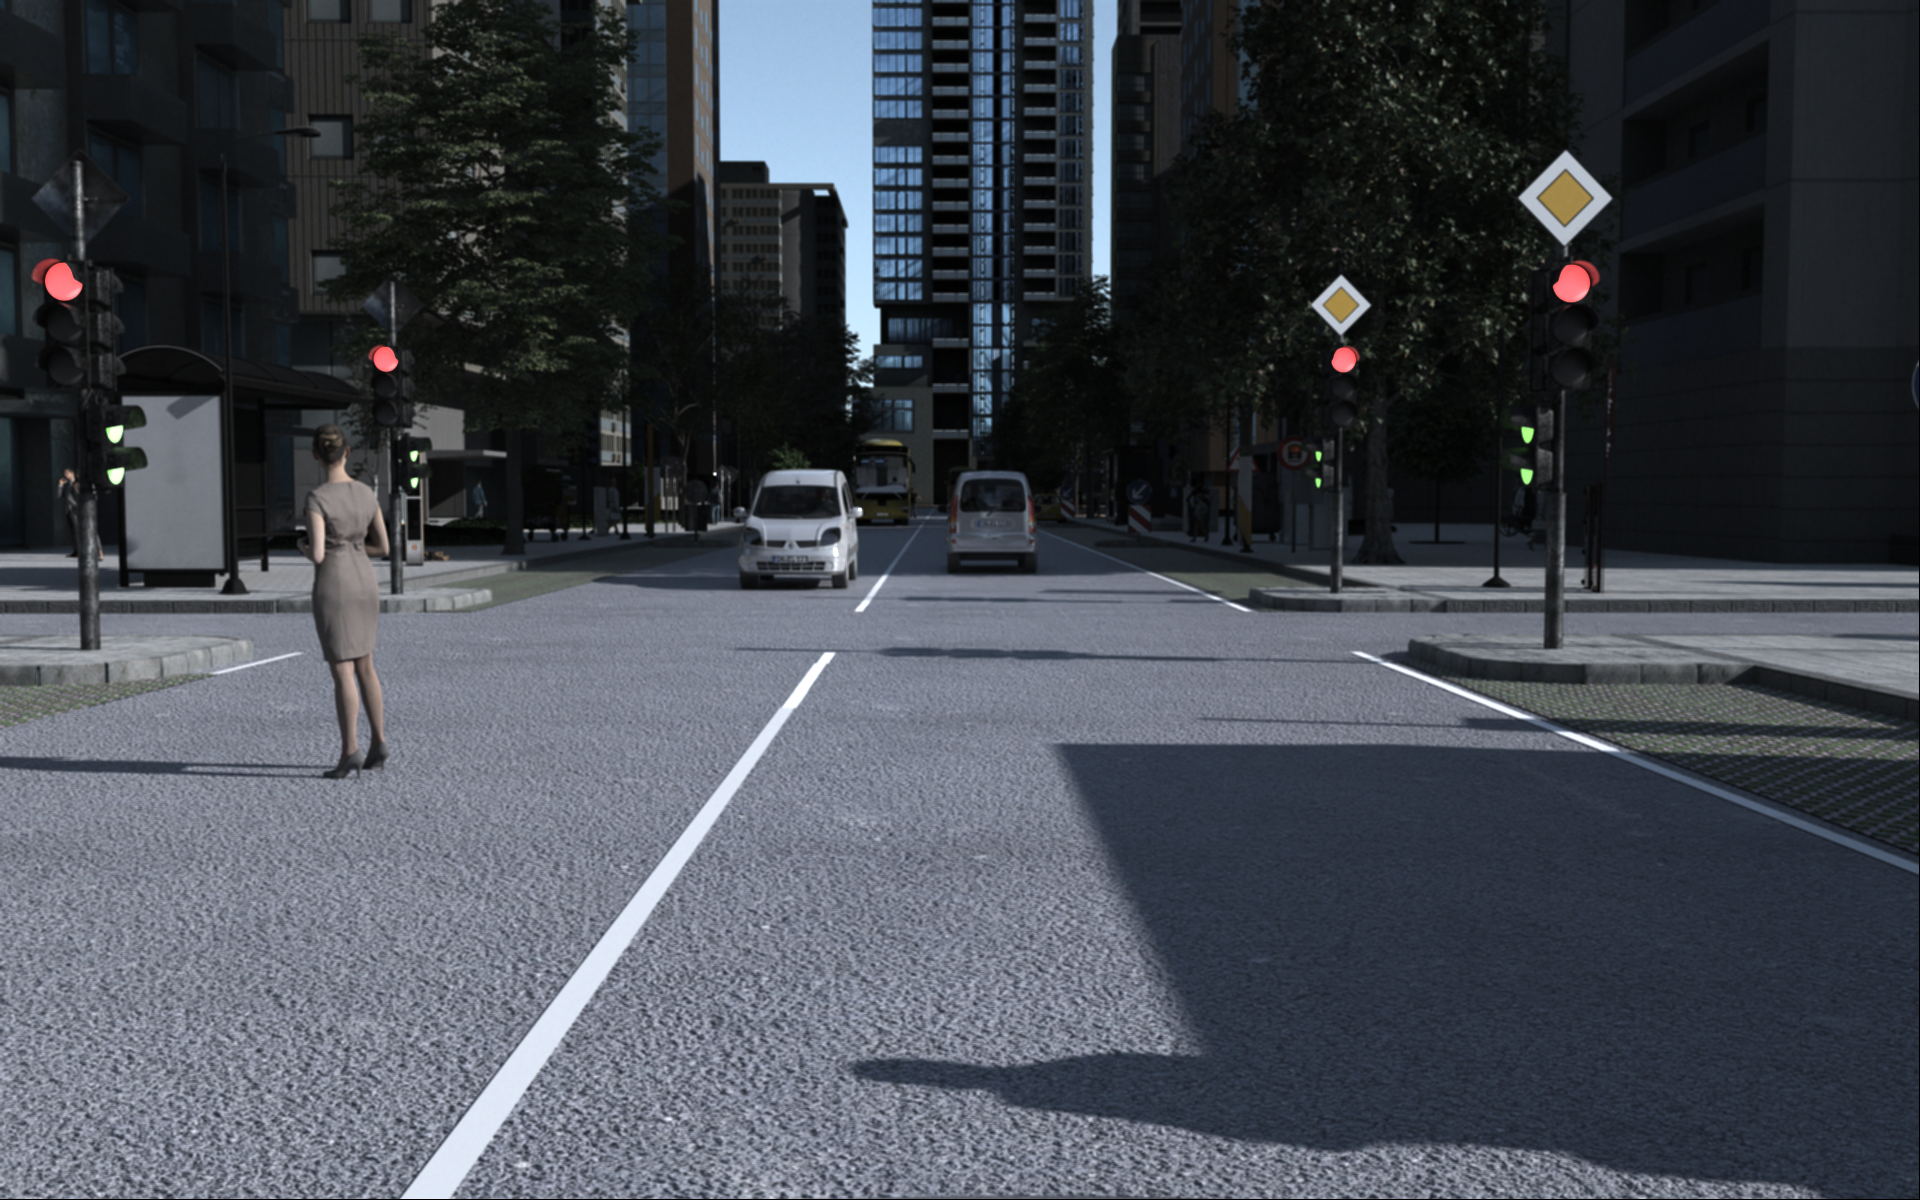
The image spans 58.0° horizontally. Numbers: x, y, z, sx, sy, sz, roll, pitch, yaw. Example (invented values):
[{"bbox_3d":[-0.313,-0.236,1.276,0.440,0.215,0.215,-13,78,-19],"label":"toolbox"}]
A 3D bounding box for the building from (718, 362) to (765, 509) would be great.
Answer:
[{"bbox_3d":[-34.099,-51.342,152.115,31.000,86.520,22.319,0,4,0],"label":"building"}]

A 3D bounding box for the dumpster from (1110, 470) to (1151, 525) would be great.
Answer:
[{"bbox_3d":[7.070,-4.235,71.736,1.502,2.255,1.985,0,4,-1],"label":"dumpster"}]

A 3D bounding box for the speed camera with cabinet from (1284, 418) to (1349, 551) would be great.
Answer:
[{"bbox_3d":[8.235,-2.770,39.631,0.660,3.252,2.038,2,4,35],"label":"speed camera with cabinet"}]

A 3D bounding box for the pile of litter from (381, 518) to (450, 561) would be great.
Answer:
[{"bbox_3d":[-10.585,-1.202,33.618,1.176,0.858,1.719,-2,4,-34],"label":"pile of litter"}]

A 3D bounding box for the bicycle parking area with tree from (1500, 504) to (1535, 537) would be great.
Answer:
[{"bbox_3d":[20.205,-3.991,52.256,9.016,4.147,8.231,3,5,41],"label":"bicycle parking area with tree"}]

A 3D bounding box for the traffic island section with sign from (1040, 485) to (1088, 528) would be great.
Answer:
[{"bbox_3d":[4.440,-4.009,74.175,1.989,1.847,2.006,0,4,0],"label":"traffic island section with sign"}]

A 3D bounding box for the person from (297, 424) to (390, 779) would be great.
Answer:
[{"bbox_3d":[-3.122,0.005,8.752,0.374,1.781,0.599,2,4,26],"label":"person"}]

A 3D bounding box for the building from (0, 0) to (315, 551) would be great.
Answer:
[{"bbox_3d":[-31.640,-25.923,43.447,23.786,49.044,30.456,0,4,0],"label":"building"}]

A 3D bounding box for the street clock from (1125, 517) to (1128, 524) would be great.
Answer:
[{"bbox_3d":[7.140,-4.213,73.451,0.471,2.002,0.358,2,4,30],"label":"street clock"}]

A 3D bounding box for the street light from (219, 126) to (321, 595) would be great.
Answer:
[{"bbox_3d":[-8.772,-3.028,22.045,1.470,5.913,1.316,0,4,0],"label":"street light"}]

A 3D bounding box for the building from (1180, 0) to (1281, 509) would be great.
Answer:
[{"bbox_3d":[22.159,-28.272,112.364,14.600,45.320,14.200,0,4,0],"label":"building"}]

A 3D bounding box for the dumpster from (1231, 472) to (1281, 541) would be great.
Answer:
[{"bbox_3d":[8.008,-2.476,46.239,1.264,1.857,1.865,0,4,-1],"label":"dumpster"}]

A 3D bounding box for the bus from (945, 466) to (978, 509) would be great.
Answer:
[{"bbox_3d":[0.172,-9.897,153.361,2.896,3.916,12.252,0,4,-1],"label":"bus"}]

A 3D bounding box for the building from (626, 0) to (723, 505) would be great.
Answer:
[{"bbox_3d":[-25.604,-29.263,128.560,14.600,45.320,14.200,0,4,0],"label":"building"}]

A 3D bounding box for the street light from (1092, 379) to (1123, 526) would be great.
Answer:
[{"bbox_3d":[5.865,-5.958,69.961,1.470,5.913,1.316,0,4,0],"label":"street light"}]

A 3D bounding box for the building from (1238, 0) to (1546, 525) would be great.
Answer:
[{"bbox_3d":[24.836,-39.227,79.610,20.563,71.187,20.611,0,4,0],"label":"building"}]

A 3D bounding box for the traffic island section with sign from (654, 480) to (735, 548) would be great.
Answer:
[{"bbox_3d":[-7.151,-2.340,46.882,1.989,1.847,2.006,0,4,0],"label":"traffic island section with sign"}]

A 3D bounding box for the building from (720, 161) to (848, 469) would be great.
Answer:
[{"bbox_3d":[-25.632,-31.375,204.854,23.993,40.220,32.217,0,4,0],"label":"building"}]

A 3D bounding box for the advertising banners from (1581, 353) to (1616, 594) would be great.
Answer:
[{"bbox_3d":[8.336,-1.616,22.608,0.090,3.025,2.074,1,4,12],"label":"advertising banners"}]

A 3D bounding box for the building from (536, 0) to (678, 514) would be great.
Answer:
[{"bbox_3d":[-34.194,-25.501,108.820,32.217,40.220,23.993,0,4,0],"label":"building"}]

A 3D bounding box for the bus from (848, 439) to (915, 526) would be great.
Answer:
[{"bbox_3d":[-3.656,-5.490,81.312,2.896,3.916,12.252,0,4,-2],"label":"bus"}]

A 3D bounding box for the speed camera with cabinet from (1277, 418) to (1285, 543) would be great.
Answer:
[{"bbox_3d":[8.551,-3.048,44.177,0.660,3.252,2.038,0,4,2],"label":"speed camera with cabinet"}]

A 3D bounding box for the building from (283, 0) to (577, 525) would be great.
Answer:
[{"bbox_3d":[-34.698,-30.135,81.942,28.713,52.752,27.495,0,4,0],"label":"building"}]

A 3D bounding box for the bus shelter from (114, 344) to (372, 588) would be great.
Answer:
[{"bbox_3d":[-10.792,-1.972,26.167,2.014,3.302,5.546,0,4,0],"label":"bus shelter"}]

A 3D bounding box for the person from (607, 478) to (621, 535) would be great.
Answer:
[{"bbox_3d":[-10.905,-2.930,54.306,0.624,1.780,0.694,-2,4,-28],"label":"person"}]

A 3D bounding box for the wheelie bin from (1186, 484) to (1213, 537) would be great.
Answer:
[{"bbox_3d":[7.228,-2.711,52.225,0.693,1.594,0.980,1,4,21],"label":"wheelie bin"}]

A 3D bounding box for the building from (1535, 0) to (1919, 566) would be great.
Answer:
[{"bbox_3d":[29.045,-30.133,34.668,28.212,58.520,21.231,0,4,0],"label":"building"}]

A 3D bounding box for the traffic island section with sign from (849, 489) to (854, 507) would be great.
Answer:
[{"bbox_3d":[-7.837,-7.082,124.416,1.989,1.847,2.006,0,4,0],"label":"traffic island section with sign"}]

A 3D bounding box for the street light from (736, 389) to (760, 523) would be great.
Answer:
[{"bbox_3d":[-9.135,-6.308,75.670,1.470,5.913,1.316,0,4,0],"label":"street light"}]

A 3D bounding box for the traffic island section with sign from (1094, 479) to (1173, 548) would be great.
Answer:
[{"bbox_3d":[4.675,-2.348,47.014,1.989,1.847,2.006,0,4,0],"label":"traffic island section with sign"}]

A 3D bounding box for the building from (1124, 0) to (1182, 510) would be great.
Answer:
[{"bbox_3d":[25.631,-50.260,134.421,22.319,86.520,31.000,0,4,0],"label":"building"}]

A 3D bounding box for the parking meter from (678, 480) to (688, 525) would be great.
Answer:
[{"bbox_3d":[-11.484,-4.042,71.804,0.399,1.863,0.255,0,4,-2],"label":"parking meter"}]

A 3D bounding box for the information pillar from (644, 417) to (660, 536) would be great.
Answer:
[{"bbox_3d":[-9.383,-3.754,52.739,0.504,3.616,0.183,1,4,14],"label":"information pillar"}]

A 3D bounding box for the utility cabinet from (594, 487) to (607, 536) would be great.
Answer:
[{"bbox_3d":[-10.957,-2.700,52.826,0.318,1.500,1.173,-1,4,-16],"label":"utility cabinet"}]

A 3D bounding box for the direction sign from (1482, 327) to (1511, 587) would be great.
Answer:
[{"bbox_3d":[7.450,-1.954,23.947,0.379,3.537,0.876,1,4,14],"label":"direction sign"}]

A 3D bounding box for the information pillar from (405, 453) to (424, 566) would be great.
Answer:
[{"bbox_3d":[-9.765,-1.620,30.971,0.304,2.012,0.304,-1,4,-15],"label":"information pillar"}]

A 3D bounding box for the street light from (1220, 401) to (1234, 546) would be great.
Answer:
[{"bbox_3d":[6.149,-4.320,43.173,1.470,5.913,1.316,0,4,0],"label":"street light"}]

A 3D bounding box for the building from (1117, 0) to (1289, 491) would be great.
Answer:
[{"bbox_3d":[29.013,-46.452,197.741,20.611,71.187,20.563,0,4,0],"label":"building"}]

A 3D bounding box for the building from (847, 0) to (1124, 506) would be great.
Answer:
[{"bbox_3d":[1.912,-54.156,198.117,31.000,86.520,22.319,0,4,0],"label":"building"}]

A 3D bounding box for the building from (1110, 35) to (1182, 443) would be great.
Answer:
[{"bbox_3d":[20.611,-29.032,158.261,14.154,41.232,14.086,0,4,0],"label":"building"}]

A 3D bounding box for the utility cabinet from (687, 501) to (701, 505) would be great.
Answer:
[{"bbox_3d":[-12.119,-4.112,78.387,0.306,1.237,1.020,-3,5,-44],"label":"utility cabinet"}]

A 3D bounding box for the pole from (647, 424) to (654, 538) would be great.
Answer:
[{"bbox_3d":[-8.959,-3.445,50.174,0.158,3.312,0.155,0,3,0],"label":"pole"}]

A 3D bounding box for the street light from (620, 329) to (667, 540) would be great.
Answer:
[{"bbox_3d":[-8.931,-4.666,48.834,1.470,5.913,1.316,0,4,0],"label":"street light"}]

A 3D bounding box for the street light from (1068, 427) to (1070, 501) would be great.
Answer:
[{"bbox_3d":[5.583,-7.616,97.054,1.470,5.913,1.316,0,4,0],"label":"street light"}]

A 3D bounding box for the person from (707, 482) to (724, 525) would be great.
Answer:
[{"bbox_3d":[-10.106,-3.995,71.708,0.623,1.781,0.721,-2,4,-30],"label":"person"}]

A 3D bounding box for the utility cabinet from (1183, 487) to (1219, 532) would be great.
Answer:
[{"bbox_3d":[8.020,-2.994,57.636,1.173,1.500,0.318,-1,4,-18],"label":"utility cabinet"}]

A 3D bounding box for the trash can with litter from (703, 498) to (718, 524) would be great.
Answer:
[{"bbox_3d":[-10.668,-3.849,74.312,0.624,1.170,1.055,0,4,-4],"label":"trash can with litter"}]

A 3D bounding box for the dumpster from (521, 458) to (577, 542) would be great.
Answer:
[{"bbox_3d":[-11.301,-2.712,46.841,1.502,2.255,1.985,0,4,-1],"label":"dumpster"}]

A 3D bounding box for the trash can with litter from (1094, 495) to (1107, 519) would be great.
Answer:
[{"bbox_3d":[7.642,-5.006,92.907,1.678,1.210,2.233,3,4,38],"label":"trash can with litter"}]

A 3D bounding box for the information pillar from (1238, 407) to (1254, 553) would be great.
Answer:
[{"bbox_3d":[6.274,-2.854,38.015,0.183,3.616,0.504,-1,4,-17],"label":"information pillar"}]

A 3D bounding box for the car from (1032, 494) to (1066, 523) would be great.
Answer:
[{"bbox_3d":[4.129,-4.436,82.760,2.015,1.641,3.980,0,4,-1],"label":"car"}]

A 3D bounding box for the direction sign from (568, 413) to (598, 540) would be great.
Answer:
[{"bbox_3d":[-10.540,-3.455,48.493,0.876,3.537,0.379,-3,4,-39],"label":"direction sign"}]

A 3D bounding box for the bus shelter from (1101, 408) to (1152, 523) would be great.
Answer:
[{"bbox_3d":[7.587,-6.158,78.314,2.179,5.291,8.768,0,4,0],"label":"bus shelter"}]
